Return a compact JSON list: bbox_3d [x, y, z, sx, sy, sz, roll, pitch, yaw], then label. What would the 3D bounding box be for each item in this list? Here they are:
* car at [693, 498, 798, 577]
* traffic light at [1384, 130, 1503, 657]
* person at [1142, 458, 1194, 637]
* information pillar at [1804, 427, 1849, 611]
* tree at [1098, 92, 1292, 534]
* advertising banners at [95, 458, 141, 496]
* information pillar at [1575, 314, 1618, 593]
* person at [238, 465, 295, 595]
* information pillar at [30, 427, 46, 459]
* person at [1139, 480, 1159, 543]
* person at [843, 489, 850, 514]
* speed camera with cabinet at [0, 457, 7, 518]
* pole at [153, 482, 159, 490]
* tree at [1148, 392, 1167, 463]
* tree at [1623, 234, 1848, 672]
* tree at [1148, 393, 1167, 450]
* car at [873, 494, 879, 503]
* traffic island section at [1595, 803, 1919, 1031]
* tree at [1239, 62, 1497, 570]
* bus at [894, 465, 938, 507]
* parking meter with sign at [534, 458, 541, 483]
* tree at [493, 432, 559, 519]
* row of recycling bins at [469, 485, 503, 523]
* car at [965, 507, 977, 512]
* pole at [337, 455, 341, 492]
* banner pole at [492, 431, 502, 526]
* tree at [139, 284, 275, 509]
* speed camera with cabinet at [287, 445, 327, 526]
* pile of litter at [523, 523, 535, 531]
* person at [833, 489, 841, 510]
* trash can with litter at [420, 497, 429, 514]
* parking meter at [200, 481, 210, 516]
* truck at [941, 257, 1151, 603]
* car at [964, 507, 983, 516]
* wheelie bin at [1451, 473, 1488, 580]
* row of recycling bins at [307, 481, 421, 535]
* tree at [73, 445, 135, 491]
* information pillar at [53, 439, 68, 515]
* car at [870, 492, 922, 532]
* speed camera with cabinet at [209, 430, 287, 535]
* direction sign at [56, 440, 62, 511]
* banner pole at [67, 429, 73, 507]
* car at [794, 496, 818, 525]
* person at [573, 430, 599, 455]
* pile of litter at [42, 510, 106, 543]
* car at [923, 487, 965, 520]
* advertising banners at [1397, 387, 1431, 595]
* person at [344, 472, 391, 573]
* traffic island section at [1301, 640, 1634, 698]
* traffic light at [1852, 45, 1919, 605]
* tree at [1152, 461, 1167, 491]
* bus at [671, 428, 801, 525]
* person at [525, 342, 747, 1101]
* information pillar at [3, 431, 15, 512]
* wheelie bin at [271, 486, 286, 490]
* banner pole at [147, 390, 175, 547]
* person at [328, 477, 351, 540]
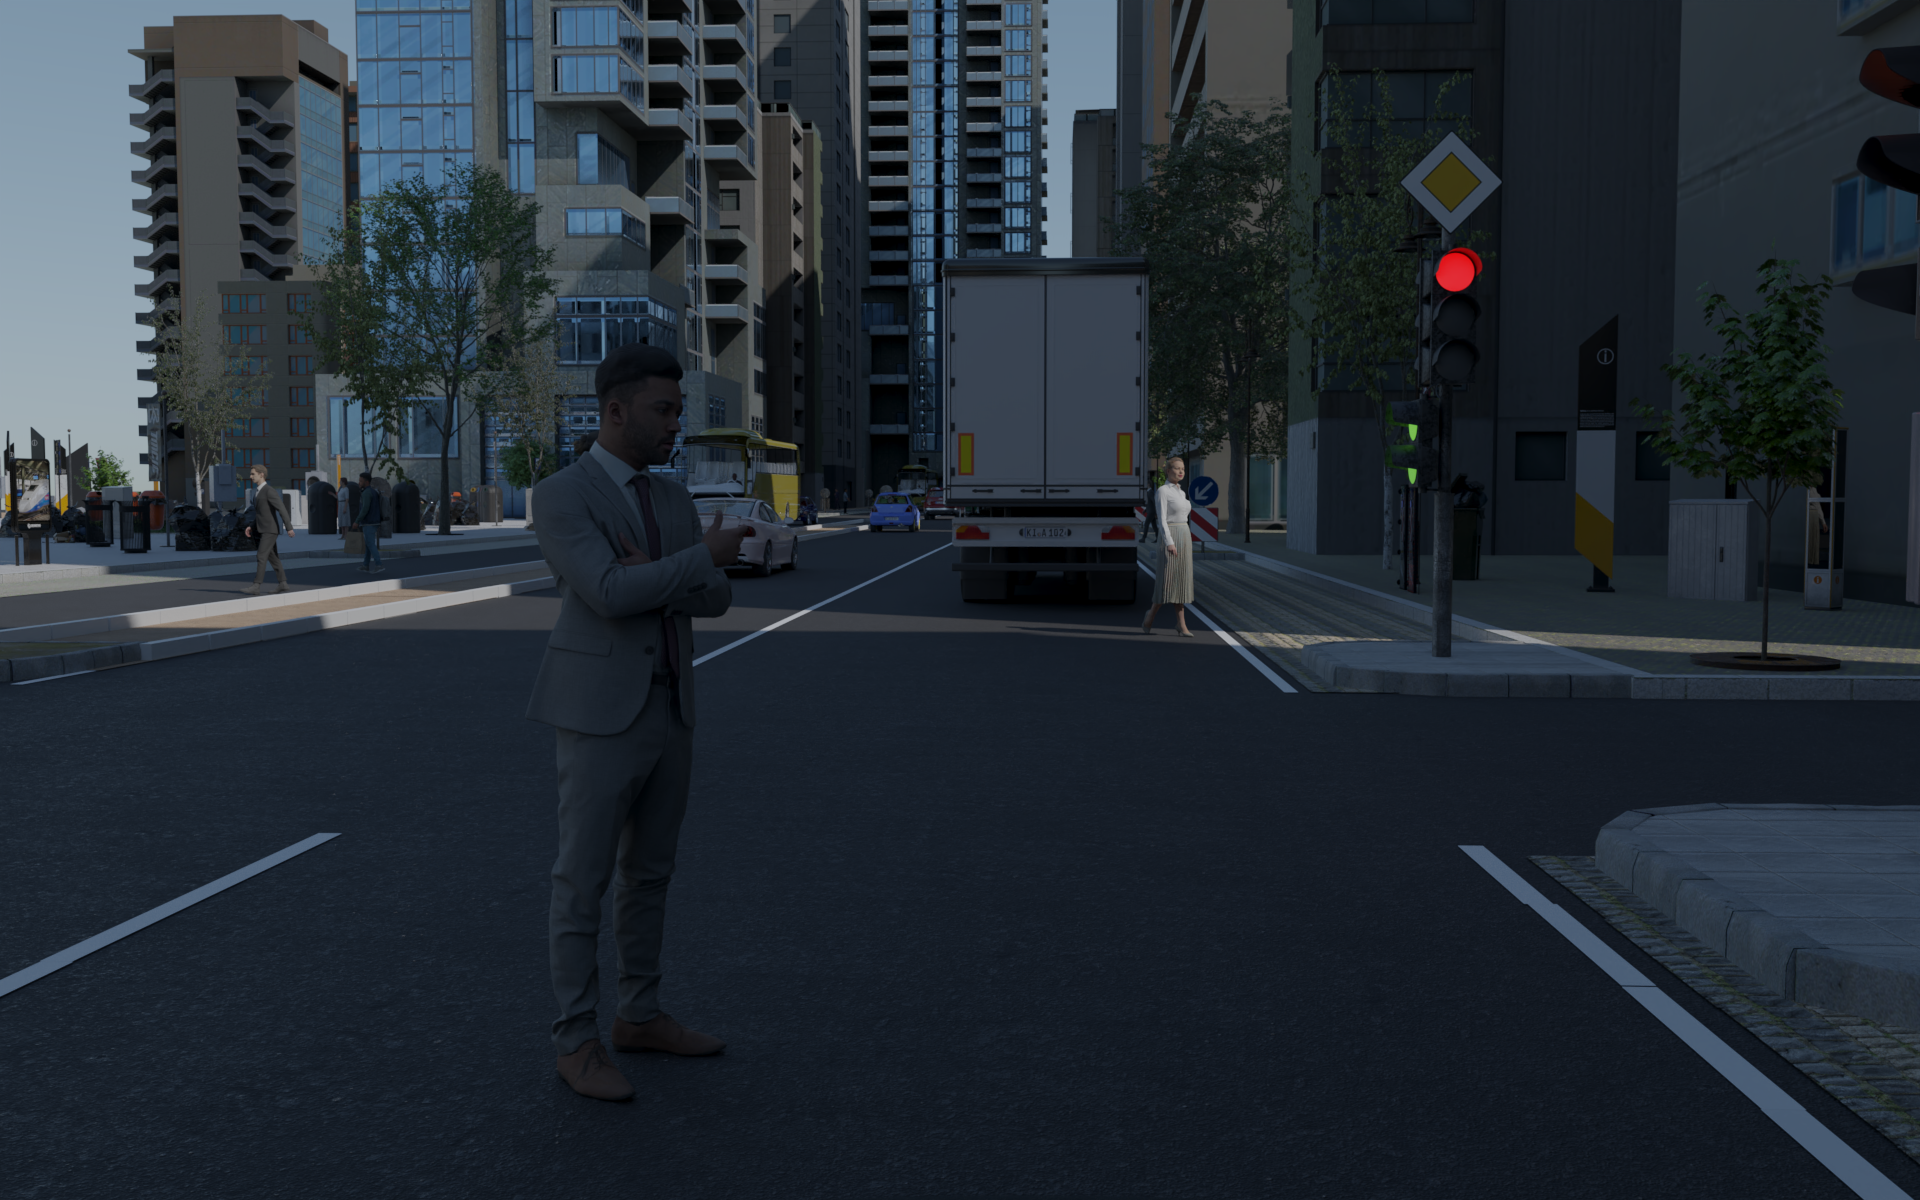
[{"bbox_3d":[-4.125,-1.161,31.344,2.083,1.381,4.827,0,4,4],"label":"car"},{"bbox_3d":[3.784,-1.507,13.564,0.839,4.253,0.868,0,4,3],"label":"traffic light"},{"bbox_3d":[2.098,-0.535,17.478,0.478,1.798,0.641,-3,4,-36],"label":"person"},{"bbox_3d":[9.553,-0.894,19.109,0.304,2.012,0.304,-3,4,-39],"label":"information pillar"},{"bbox_3d":[9.089,-9.127,55.887,9.857,13.997,8.962,0,3,0],"label":"tree"},{"bbox_3d":[-40.673,-5.361,83.837,2.074,3.025,0.090,-2,4,-32],"label":"advertising banners"},{"bbox_3d":[8.315,-1.911,22.605,0.504,3.616,0.183,1,4,16],"label":"information pillar"},{"bbox_3d":[-9.971,-1.008,24.755,0.755,1.850,0.659,-3,4,-38],"label":"person"},{"bbox_3d":[-32.043,-4.213,60.233,0.504,3.616,0.183,0,4,5],"label":"information pillar"},{"bbox_3d":[5.494,-2.582,50.491,0.755,1.850,0.659,1,4,9],"label":"person"},{"bbox_3d":[-8.257,-7.152,125.420,0.705,1.826,1.348,-1,4,-19],"label":"person"},{"bbox_3d":[-50.062,-5.928,91.265,2.038,3.252,0.660,3,4,39],"label":"speed camera with cabinet"},{"bbox_3d":[-35.376,-5.038,76.209,0.158,3.312,0.155,0,3,0],"label":"pole"},{"bbox_3d":[11.794,-8.922,96.232,4.737,8.622,4.395,0,3,0],"label":"tree"},{"bbox_3d":[6.153,-1.126,13.006,1.663,3.219,1.824,0,3,0],"label":"tree"},{"bbox_3d":[11.429,-8.602,91.001,4.360,8.622,3.978,0,3,0],"label":"tree"},{"bbox_3d":[-6.960,-9.024,157.760,2.015,1.641,3.980,0,4,3],"label":"car"},{"bbox_3d":[3.376,1.014,5.703,2.009,0.180,2.903,0,4,3],"label":"traffic island section"},{"bbox_3d":[7.090,-4.817,29.119,4.737,8.622,4.395,0,3,0],"label":"tree"},{"bbox_3d":[-3.655,-9.679,149.805,2.896,3.916,12.252,0,4,4],"label":"bus"},{"bbox_3d":[-19.614,-5.331,83.417,1.738,3.016,0.543,1,4,18],"label":"parking meter with sign"},{"bbox_3d":[-22.200,-6.420,88.681,4.285,4.588,4.351,0,3,0],"label":"tree"},{"bbox_3d":[-21.649,-4.412,79.247,1.069,1.692,3.534,-2,4,-28],"label":"row of recycling bins"},{"bbox_3d":[0.626,-6.440,117.090,2.131,1.459,4.920,0,4,5],"label":"car"},{"bbox_3d":[-32.209,-5.872,89.858,0.158,3.312,0.155,0,3,0],"label":"pole"},{"bbox_3d":[-18.467,-4.820,68.827,0.401,3.779,0.863,-1,4,-9],"label":"banner pole"},{"bbox_3d":[-26.833,-6.785,61.305,4.360,8.622,3.978,0,3,0],"label":"tree"},{"bbox_3d":[-26.375,-4.576,69.148,2.038,3.252,0.660,0,4,1],"label":"speed camera with cabinet"},{"bbox_3d":[-14.759,-2.856,60.657,1.176,0.858,1.719,1,4,10],"label":"pile of litter"},{"bbox_3d":[-10.034,-8.205,141.115,0.530,1.710,0.541,-2,4,-25],"label":"person"},{"bbox_3d":[-23.716,-4.000,76.786,0.624,1.170,1.055,2,4,33],"label":"trash can with litter"},{"bbox_3d":[-33.859,-4.398,77.622,0.399,1.863,0.255,1,4,23],"label":"parking meter"},{"bbox_3d":[1.423,-2.278,26.164,2.839,4.237,11.283,0,4,4],"label":"truck"},{"bbox_3d":[1.085,-1.764,38.625,2.009,1.686,4.222,0,4,2],"label":"car"},{"bbox_3d":[7.522,-1.105,25.975,0.693,1.594,0.980,2,4,26],"label":"wheelie bin"},{"bbox_3d":[-19.203,-2.986,55.938,3.534,1.692,1.069,-3,4,-37],"label":"row of recycling bins"},{"bbox_3d":[-33.885,-4.522,68.543,1.663,3.219,1.824,0,3,0],"label":"tree"},{"bbox_3d":[-38.682,-5.084,74.476,0.183,3.616,0.504,3,5,41],"label":"information pillar"},{"bbox_3d":[-2.463,-3.466,66.266,1.945,1.707,3.694,0,4,3],"label":"car"},{"bbox_3d":[-22.208,-3.642,53.881,2.038,3.252,0.660,-3,4,-36],"label":"speed camera with cabinet"},{"bbox_3d":[-37.568,-4.908,72.241,0.379,3.537,0.876,-3,4,-38],"label":"direction sign"},{"bbox_3d":[-34.333,-4.701,66.872,0.401,3.779,0.863,-2,4,-25],"label":"banner pole"},{"bbox_3d":[-7.687,-4.157,80.546,1.945,1.354,3.894,0,4,4],"label":"car"},{"bbox_3d":[-1.905,-0.046,9.592,0.599,1.781,0.374,2,4,26],"label":"person"},{"bbox_3d":[-23.391,-1.945,45.768,1.719,0.858,1.176,-3,5,-42],"label":"pile of litter"},{"bbox_3d":[-0.853,-5.433,97.496,2.281,1.827,5.304,0,4,5],"label":"car"},{"bbox_3d":[5.900,-1.610,22.516,0.090,3.025,2.074,0,4,6],"label":"advertising banners"},{"bbox_3d":[-10.682,-1.389,31.188,0.713,1.824,0.794,1,4,17],"label":"person"},{"bbox_3d":[3.823,0.526,13.675,2.009,0.180,2.903,0,4,3],"label":"traffic island section"},{"bbox_3d":[1.244,-1.890,5.566,4.771,5.953,1.251,0,4,3],"label":"traffic light"},{"bbox_3d":[11.998,-6.484,100.621,1.663,3.219,1.824,0,3,0],"label":"tree"},{"bbox_3d":[-8.488,-4.674,67.959,2.896,3.916,12.252,0,4,4],"label":"bus"},{"bbox_3d":[-0.763,0.272,4.227,0.466,1.800,0.511,1,4,17],"label":"person"},{"bbox_3d":[-34.954,-4.423,63.677,0.183,3.616,0.504,-2,4,-25],"label":"information pillar"},{"bbox_3d":[-27.929,-3.850,70.855,0.980,1.594,0.693,-3,5,-41],"label":"wheelie bin"},{"bbox_3d":[-19.405,-3.179,41.997,0.863,3.779,0.401,2,4,26],"label":"banner pole"},{"bbox_3d":[-17.410,-2.572,48.665,0.524,1.755,0.480,-3,5,-44],"label":"person"}]
